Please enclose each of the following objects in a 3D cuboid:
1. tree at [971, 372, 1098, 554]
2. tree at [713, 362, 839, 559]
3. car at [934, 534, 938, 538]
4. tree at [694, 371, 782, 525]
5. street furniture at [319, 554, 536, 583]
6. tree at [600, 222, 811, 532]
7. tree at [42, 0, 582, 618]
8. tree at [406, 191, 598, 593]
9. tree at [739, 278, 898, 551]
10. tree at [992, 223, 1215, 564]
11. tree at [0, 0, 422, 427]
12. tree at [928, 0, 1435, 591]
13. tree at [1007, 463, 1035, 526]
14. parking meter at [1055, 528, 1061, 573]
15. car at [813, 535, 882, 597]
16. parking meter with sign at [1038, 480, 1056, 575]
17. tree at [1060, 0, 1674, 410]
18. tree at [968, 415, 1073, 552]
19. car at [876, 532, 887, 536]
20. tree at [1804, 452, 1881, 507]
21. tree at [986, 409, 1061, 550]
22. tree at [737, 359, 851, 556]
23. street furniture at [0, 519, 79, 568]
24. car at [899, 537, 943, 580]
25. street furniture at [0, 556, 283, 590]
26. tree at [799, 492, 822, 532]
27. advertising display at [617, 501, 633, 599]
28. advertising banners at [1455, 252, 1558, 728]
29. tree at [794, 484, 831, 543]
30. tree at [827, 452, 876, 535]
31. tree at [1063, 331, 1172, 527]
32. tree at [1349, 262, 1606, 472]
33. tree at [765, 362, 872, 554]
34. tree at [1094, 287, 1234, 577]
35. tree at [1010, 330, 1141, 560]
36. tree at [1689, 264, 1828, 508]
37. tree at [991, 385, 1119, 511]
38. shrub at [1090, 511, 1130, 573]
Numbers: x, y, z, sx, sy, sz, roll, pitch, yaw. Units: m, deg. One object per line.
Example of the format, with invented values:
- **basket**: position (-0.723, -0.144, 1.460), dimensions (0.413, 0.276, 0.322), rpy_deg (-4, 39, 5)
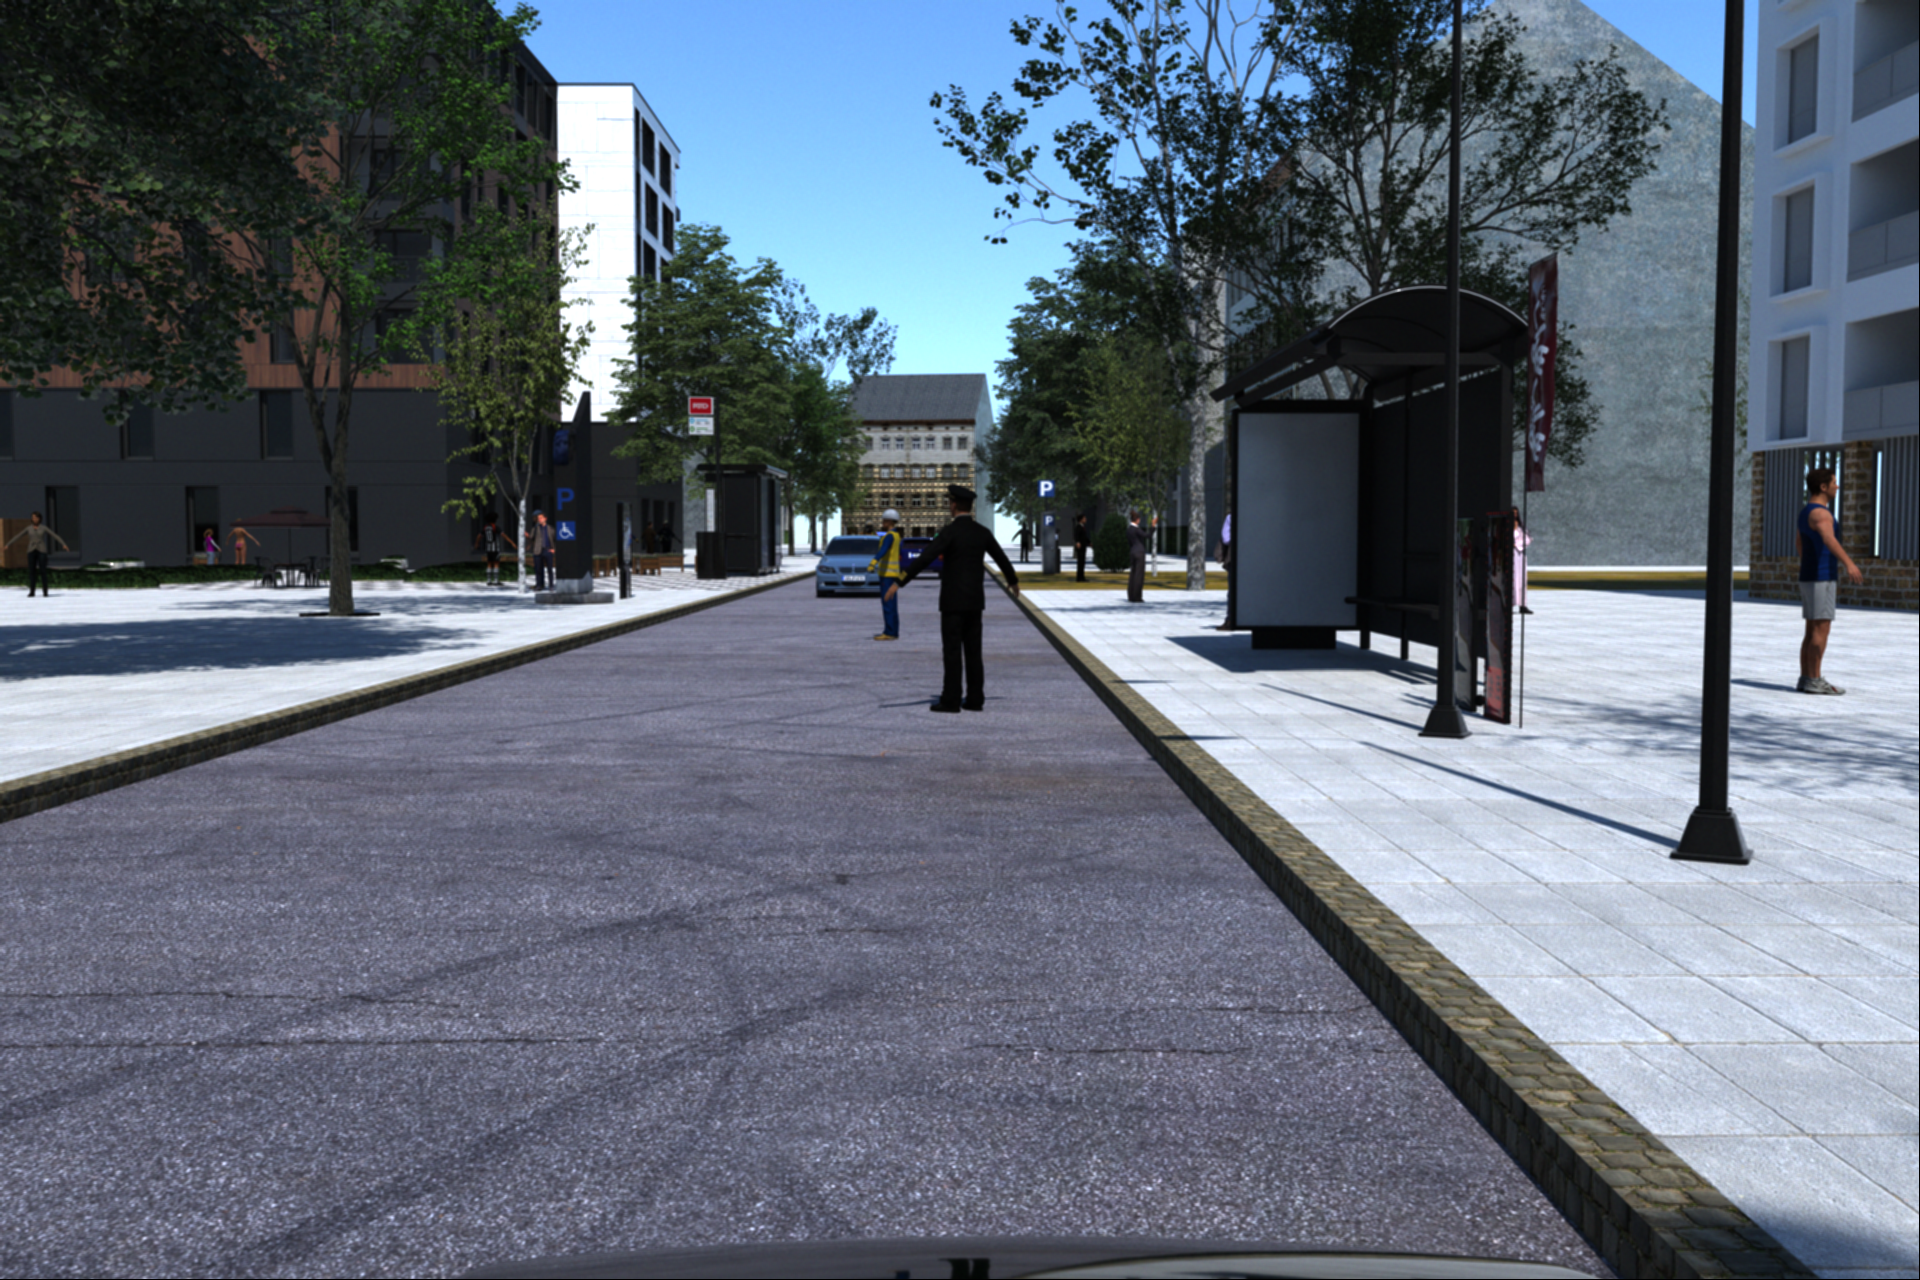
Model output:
- **tree**: position (5.956, -12.429, 113.592), dimensions (12.009, 13.543, 11.850), rpy_deg (0, 3, 0)
- **tree**: position (-9.716, -9.501, 89.750), dimensions (7.601, 10.594, 8.767), rpy_deg (0, 4, 1)
- **car**: position (-1.103, -6.917, 121.893), dimensions (1.959, 1.807, 4.718), rpy_deg (0, 4, 0)
- **tree**: position (-9.165, -7.566, 74.066), dimensions (4.360, 8.622, 3.978), rpy_deg (0, 3, 0)
- **street furniture**: position (-14.983, -2.094, 49.862), dimensions (5.734, 0.657, 10.072), rpy_deg (0, 4, -6)
- **tree**: position (-9.357, -8.925, 64.059), dimensions (7.486, 12.596, 7.792), rpy_deg (0, 3, 0)
- **tree**: position (-9.784, -6.169, 26.611), dimensions (9.928, 11.665, 9.643), rpy_deg (0, 3, 0)
- **tree**: position (-9.626, -5.327, 37.464), dimensions (4.737, 8.622, 4.395), rpy_deg (0, 3, 0)
- **tree**: position (-11.708, -16.785, 130.322), dimensions (12.611, 20.169, 13.585), rpy_deg (0, 3, 0)
- **tree**: position (6.008, -10.172, 72.971), dimensions (9.857, 13.997, 8.962), rpy_deg (0, 3, 0)
- **tree**: position (-9.455, -6.588, 14.371), dimensions (9.857, 13.997, 8.962), rpy_deg (0, 3, 0)
- **tree**: position (5.625, -11.270, 40.148), dimensions (12.611, 20.169, 13.585), rpy_deg (0, 3, 0)
- **tree**: position (11.045, -20.048, 234.438), dimensions (9.857, 13.997, 8.962), rpy_deg (0, 3, 0)
- **parking meter**: position (3.112, -2.957, 56.757), dimensions (0.372, 1.533, 0.369), rpy_deg (0, 3, 0)
- **car**: position (-2.402, -1.757, 40.731), dimensions (2.014, 1.417, 4.499), rpy_deg (0, 4, -1)
- **parking meter with sign**: position (2.798, -3.606, 55.218), dimensions (0.543, 3.016, 1.738), rpy_deg (0, 4, -1)
- **tree**: position (5.658, -5.581, 25.664), dimensions (8.767, 10.594, 7.601), rpy_deg (-1, 4, -14)
- **tree**: position (4.832, -11.708, 125.841), dimensions (7.601, 10.594, 8.767), rpy_deg (2, 4, 32)
- **car**: position (-3.011, -3.362, 64.566), dimensions (1.945, 1.707, 3.694), rpy_deg (0, 3, 0)
- **tree**: position (26.738, -6.408, 55.131), dimensions (4.360, 8.622, 3.978), rpy_deg (0, 3, 0)
- **tree**: position (5.365, -13.402, 137.251), dimensions (7.486, 12.596, 7.792), rpy_deg (0, 3, 0)
- **tree**: position (-9.932, -10.689, 100.515), dimensions (9.928, 11.665, 9.643), rpy_deg (0, 3, 0)
- **street furniture**: position (-31.503, -2.689, 50.814), dimensions (9.812, 1.723, 11.010), rpy_deg (0, 4, -3)
- **car**: position (-1.284, -2.646, 55.845), dimensions (1.945, 1.354, 3.894), rpy_deg (0, 4, -1)
- **street furniture**: position (-21.443, -1.773, 44.615), dimensions (5.734, 0.657, 10.072), rpy_deg (0, 4, 3)
- **tree**: position (-19.597, -17.122, 230.301), dimensions (4.737, 8.622, 4.395), rpy_deg (0, 3, 0)
- **advertising display**: position (-6.692, -1.797, 34.599), dimensions (0.123, 1.923, 0.974), rpy_deg (0, 4, 0)
- **advertising banners**: position (3.695, -0.958, 11.853), dimensions (0.090, 3.025, 2.074), rpy_deg (0, 3, 0)
- **tree**: position (-20.328, -18.512, 237.085), dimensions (7.601, 10.594, 8.767), rpy_deg (0, 4, -7)
- **tree**: position (-9.386, -11.917, 145.204), dimensions (4.737, 8.622, 4.395), rpy_deg (0, 3, 0)
- **tree**: position (5.843, -6.846, 62.299), dimensions (4.737, 8.622, 4.395), rpy_deg (0, 3, 0)
- **tree**: position (17.271, -7.489, 56.860), dimensions (8.767, 10.594, 7.601), rpy_deg (-1, 4, -19)
- **tree**: position (-9.672, -12.014, 114.557), dimensions (7.486, 12.596, 7.792), rpy_deg (0, 3, 0)
- **tree**: position (5.643, -6.224, 52.126), dimensions (4.360, 8.622, 3.978), rpy_deg (0, 3, 0)
- **tree**: position (6.043, -9.873, 87.180), dimensions (9.928, 11.665, 9.643), rpy_deg (0, 3, 0)
- **tree**: position (22.441, -5.896, 46.758), dimensions (4.360, 8.622, 3.978), rpy_deg (0, 3, 0)
- **tree**: position (5.538, -10.098, 99.515), dimensions (8.767, 10.594, 7.601), rpy_deg (2, 4, 29)
- **shrub**: position (5.067, -3.226, 56.793), dimensions (1.661, 2.075, 1.752), rpy_deg (0, 3, 0)
